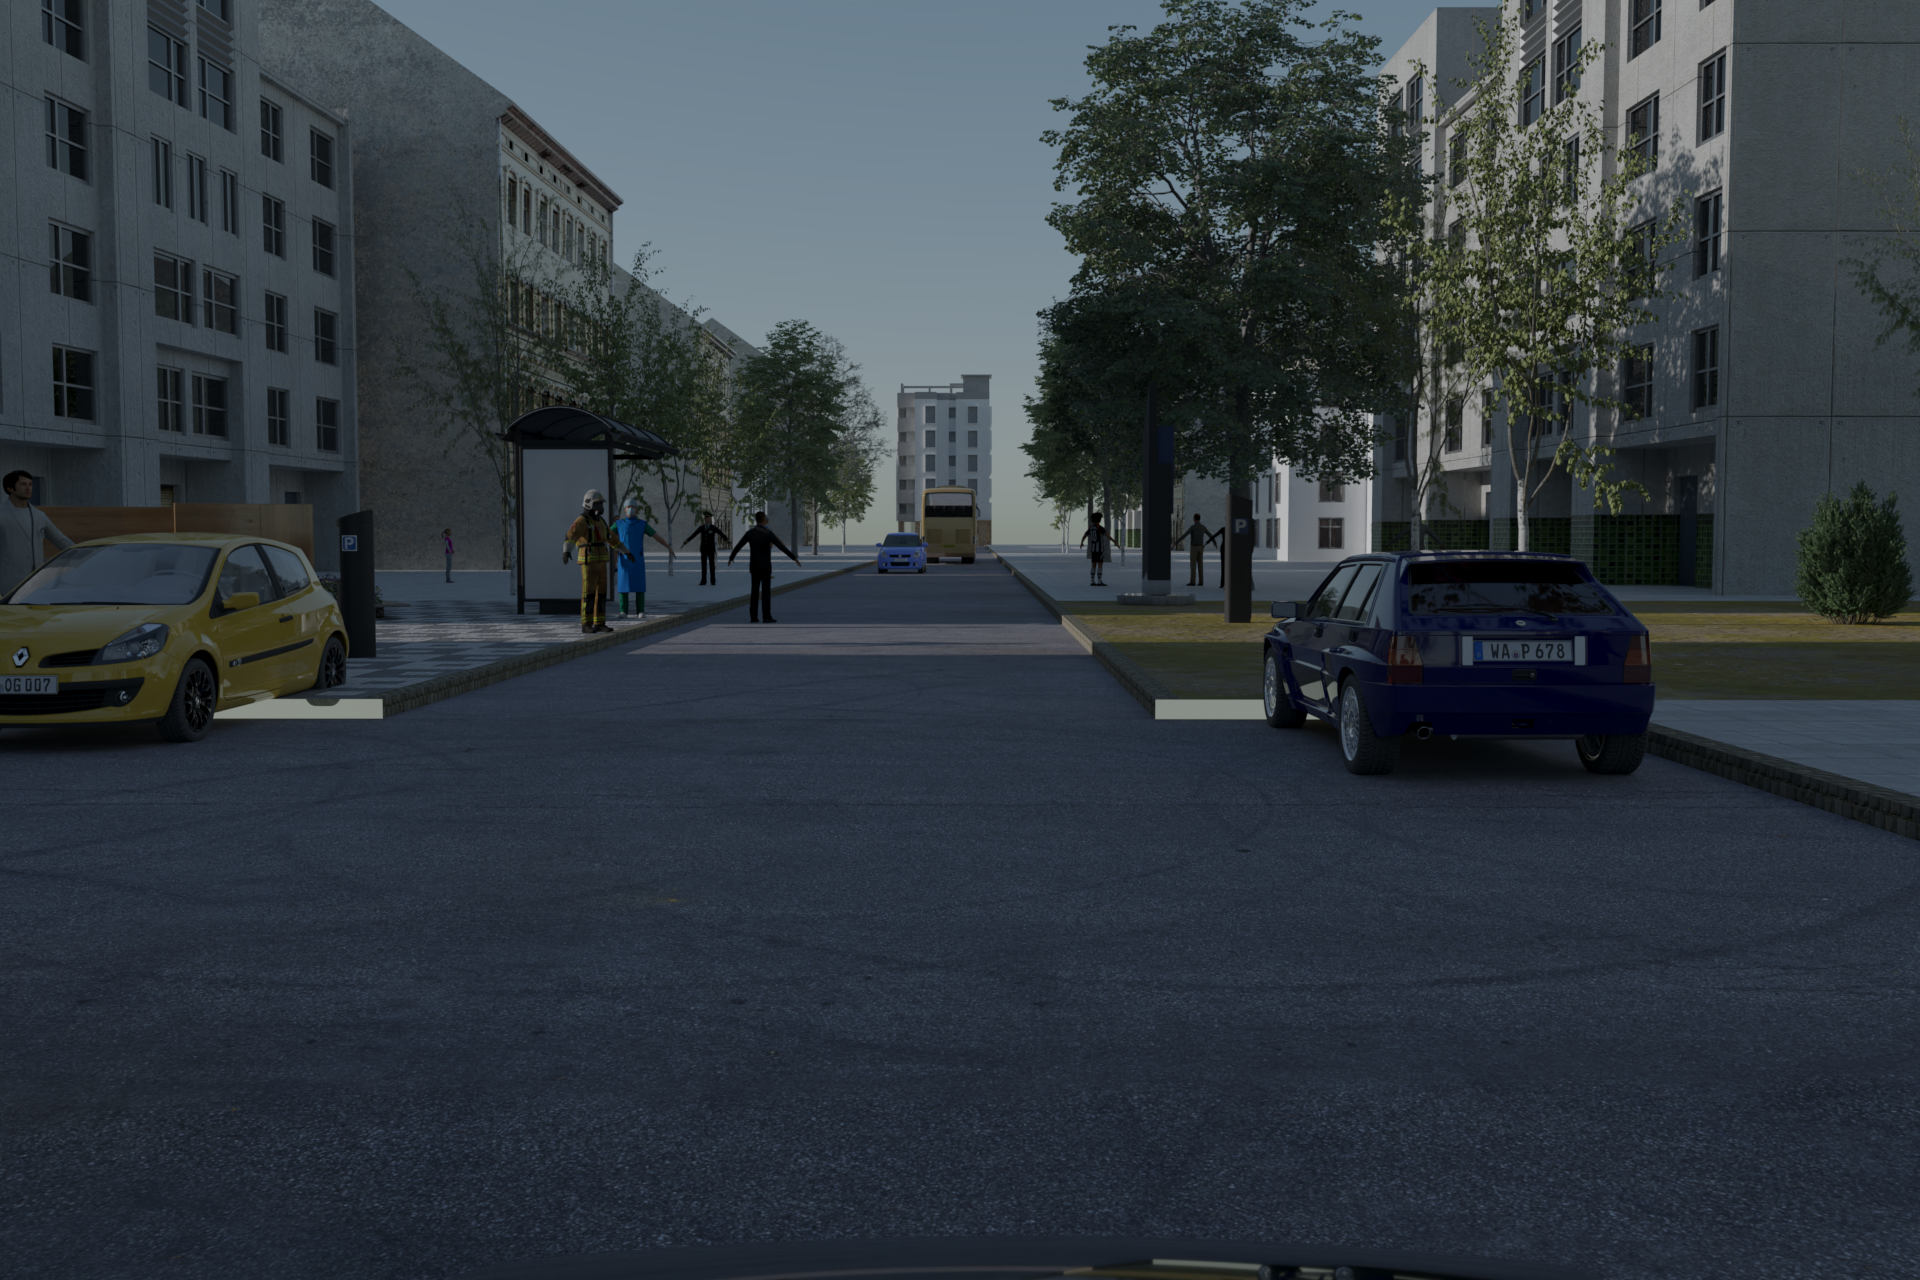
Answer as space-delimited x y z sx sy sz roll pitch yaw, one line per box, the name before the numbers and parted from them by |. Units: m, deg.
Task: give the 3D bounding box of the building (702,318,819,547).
building | -25.173 -21.669 185.210 19.493 23.208 18.063 0 4 0

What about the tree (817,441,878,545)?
tree | -13.429 -17.627 206.323 7.486 12.596 7.792 0 3 0

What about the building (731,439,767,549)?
building | -22.361 -13.410 161.399 9.099 9.664 28.070 0 4 1

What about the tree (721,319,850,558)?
tree | -9.130 -10.625 91.852 7.486 12.596 7.792 0 3 0

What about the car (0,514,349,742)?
car | -6.086 -0.178 13.136 2.015 1.641 3.980 0 4 0

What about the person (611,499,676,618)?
person | -5.026 -1.246 26.504 1.347 1.817 0.704 -1 4 -9

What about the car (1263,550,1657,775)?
car | 3.160 0.056 11.660 1.945 1.354 3.894 0 4 -1

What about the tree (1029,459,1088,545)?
tree | 12.389 -17.350 209.420 9.928 11.665 9.643 0 3 0

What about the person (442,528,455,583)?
person | -13.361 -2.215 45.477 0.599 1.433 0.991 -1 4 -12

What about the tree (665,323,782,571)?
tree | -8.487 -6.729 60.374 4.737 8.622 4.395 0 3 0

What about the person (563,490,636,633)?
person | -4.735 -1.024 22.509 0.705 1.858 1.354 2 4 29

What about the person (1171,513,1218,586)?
person | 5.849 -2.240 42.900 1.348 1.796 0.705 -2 4 -25

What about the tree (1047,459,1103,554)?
tree | 7.189 -9.994 113.767 4.737 8.622 4.395 0 3 0

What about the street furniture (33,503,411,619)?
street furniture | -12.215 -1.298 28.072 9.812 1.723 11.010 -2 4 -31

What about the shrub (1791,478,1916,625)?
shrub | 12.719 -1.259 24.620 1.661 2.075 1.752 0 3 0

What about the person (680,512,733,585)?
person | -6.313 -2.286 43.312 1.347 1.837 0.705 0 4 7

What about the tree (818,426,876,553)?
tree | -7.883 -10.268 118.240 4.737 8.622 4.395 0 3 0

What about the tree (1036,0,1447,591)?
tree | 6.287 -8.099 39.077 9.857 13.997 8.962 0 3 0

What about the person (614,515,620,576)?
person | -8.224 -2.132 41.659 1.217 1.733 0.721 -1 4 -22

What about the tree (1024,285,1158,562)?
tree | 6.349 -9.769 77.851 7.486 12.596 7.792 0 3 0

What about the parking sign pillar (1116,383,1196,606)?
parking sign pillar | 3.583 -2.633 31.529 1.447 3.967 1.447 0 4 1

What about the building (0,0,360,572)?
building | -29.214 -10.809 43.182 16.747 18.905 31.486 0 4 1

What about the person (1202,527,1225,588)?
person | 6.355 -2.110 41.220 1.216 1.740 0.721 -1 4 -10

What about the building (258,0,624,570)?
building | -25.166 -14.617 69.910 19.493 23.208 18.063 0 4 1

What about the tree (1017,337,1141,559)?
tree | 6.455 -10.506 89.902 7.486 12.596 7.792 0 3 0

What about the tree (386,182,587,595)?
tree | -9.152 -5.247 36.151 4.360 8.622 3.978 0 3 0

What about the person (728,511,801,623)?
person | -3.208 -1.183 28.022 1.346 1.802 0.704 2 4 23

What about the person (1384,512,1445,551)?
person | 10.083 -1.968 38.301 1.348 1.813 0.705 0 4 0

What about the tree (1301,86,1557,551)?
tree | 7.536 -4.835 29.414 4.360 8.622 3.978 0 3 0

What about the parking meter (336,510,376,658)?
parking meter | -6.284 -0.588 18.017 0.372 1.533 0.369 0 3 0

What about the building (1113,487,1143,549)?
building | 24.471 -18.392 167.160 16.747 18.905 31.486 0 4 1

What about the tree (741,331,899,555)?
tree | -8.643 -11.863 104.330 12.009 13.543 11.850 0 3 0

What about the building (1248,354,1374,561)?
building | 20.076 -8.584 82.493 9.099 9.664 28.070 0 4 0

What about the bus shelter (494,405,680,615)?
bus shelter | -6.285 -2.204 29.967 2.014 3.302 5.546 0 3 0

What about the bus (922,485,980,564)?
bus | -0.436 -5.809 86.529 2.896 3.916 12.252 0 4 1

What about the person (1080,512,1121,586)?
person | 3.397 -2.230 42.607 0.704 1.843 1.345 -3 5 -41

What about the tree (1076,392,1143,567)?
tree | 6.396 -7.195 67.996 4.360 8.622 3.978 0 3 0

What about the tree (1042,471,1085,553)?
tree | 7.350 -10.385 120.152 4.737 8.622 4.395 0 3 0

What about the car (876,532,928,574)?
car | -2.121 -3.327 63.986 1.945 1.707 3.694 0 4 1

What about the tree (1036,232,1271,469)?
tree | 5.739 -7.140 51.145 7.601 10.594 8.767 1 4 14

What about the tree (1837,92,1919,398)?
tree | 16.572 -4.820 29.171 4.360 8.622 3.978 0 3 0

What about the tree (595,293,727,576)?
tree | -8.890 -6.246 52.479 4.737 8.622 4.395 0 3 0

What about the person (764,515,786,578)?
person | -5.611 -2.709 50.155 1.347 1.847 0.705 3 4 38

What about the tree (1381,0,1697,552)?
tree | 7.913 -4.507 24.045 4.737 8.622 4.395 0 3 0

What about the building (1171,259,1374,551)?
building | 25.756 -18.691 136.522 19.493 23.208 18.063 0 3 0

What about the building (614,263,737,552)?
building | -28.336 -18.641 135.711 19.493 23.208 18.063 0 4 0

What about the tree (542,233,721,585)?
tree | -8.367 -5.682 43.261 4.737 8.622 4.395 0 3 0

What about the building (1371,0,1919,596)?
building | 24.288 -11.299 51.201 16.747 18.905 31.486 0 4 0

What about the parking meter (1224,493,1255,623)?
parking meter | 4.041 -1.181 25.021 0.399 1.863 0.255 0 4 -1

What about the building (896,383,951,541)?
building | -7.318 -21.426 209.197 11.380 20.090 16.016 0 4 -2

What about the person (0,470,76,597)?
person | -7.725 -0.496 14.297 0.705 1.806 1.347 2 4 25
